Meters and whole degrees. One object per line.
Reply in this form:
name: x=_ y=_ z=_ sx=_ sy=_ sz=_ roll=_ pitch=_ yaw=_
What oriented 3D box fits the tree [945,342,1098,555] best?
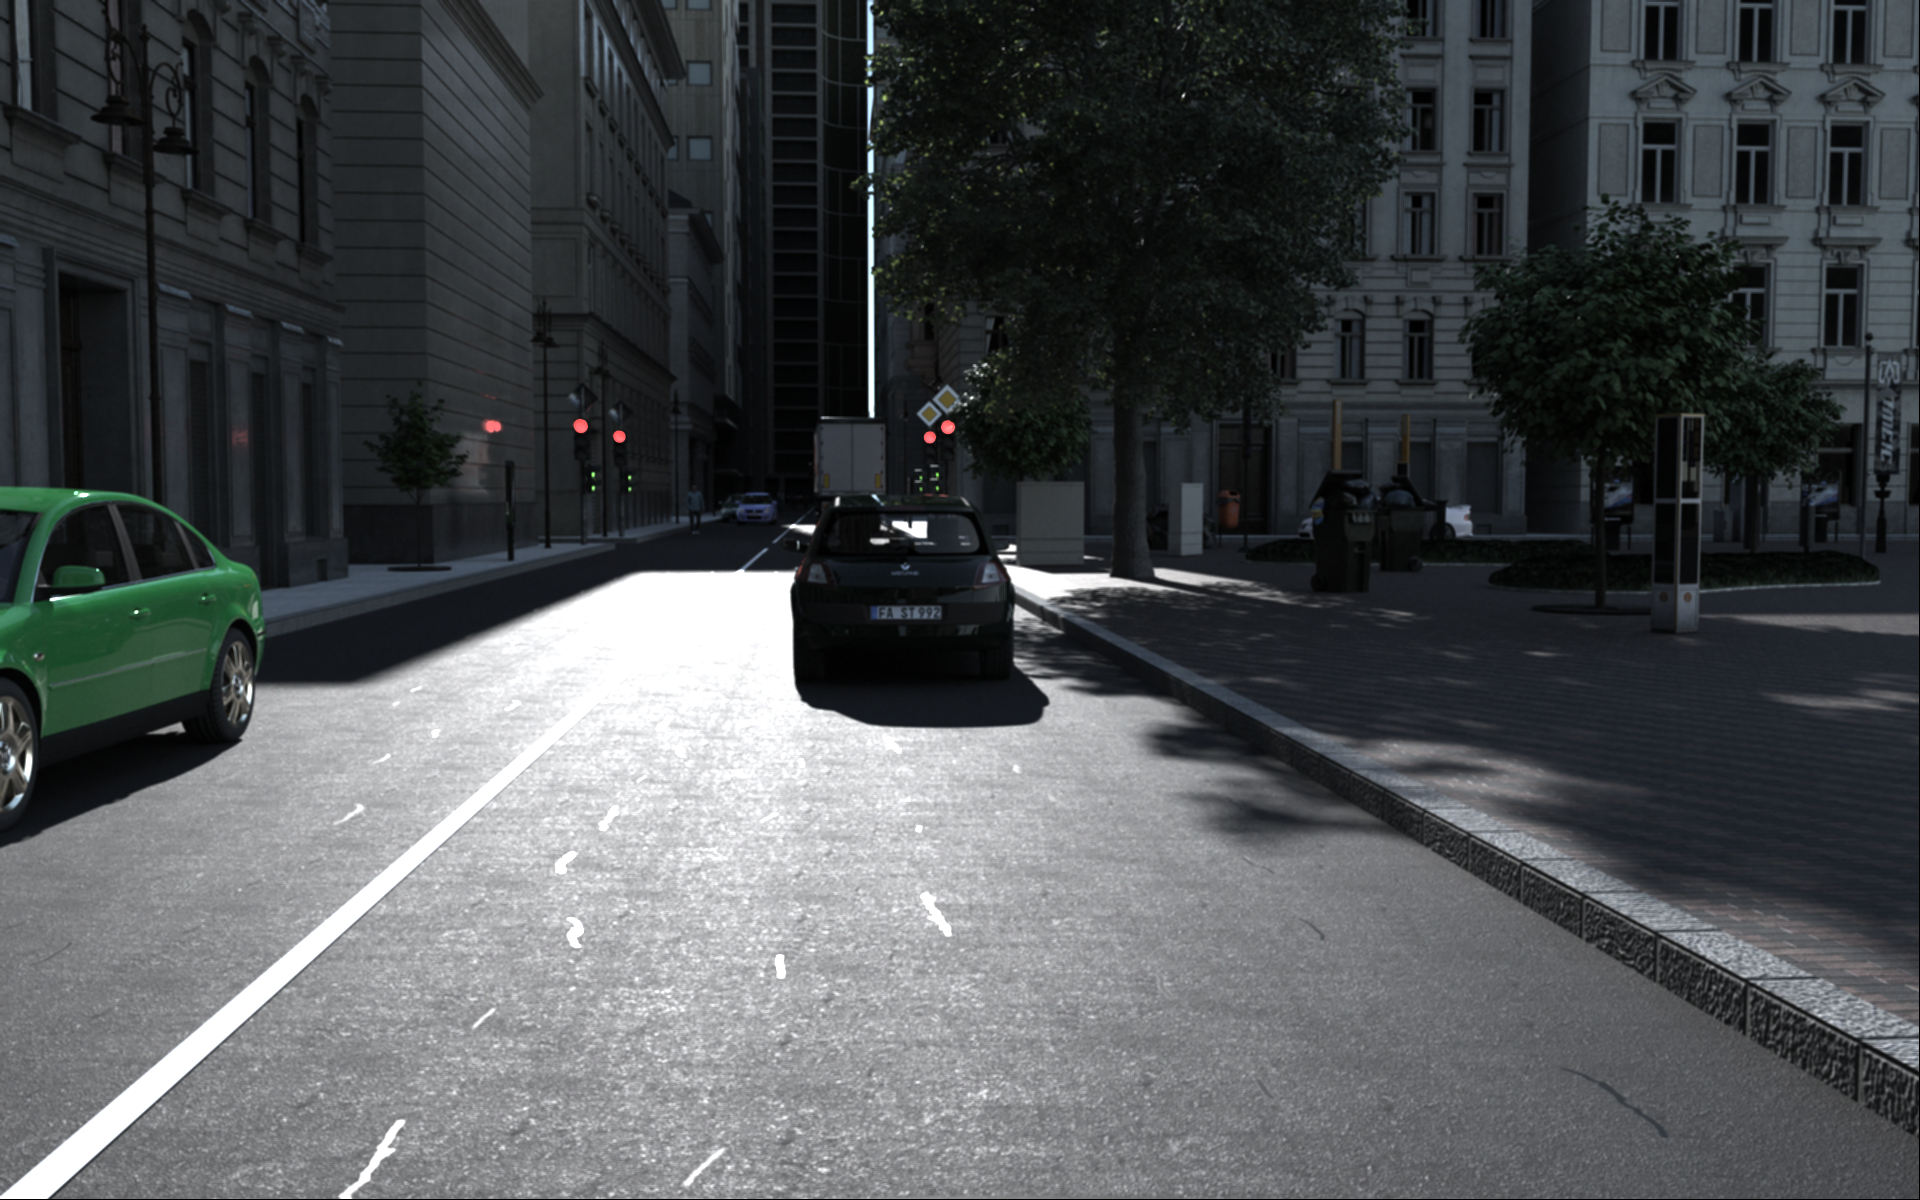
tree: x=1.334 y=-3.271 z=37.195 sx=4.285 sy=4.588 sz=4.351 roll=0 pitch=3 yaw=0

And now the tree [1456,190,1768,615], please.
tree: x=7.112 y=-2.155 z=18.942 sx=4.285 sy=4.588 sz=4.351 roll=0 pitch=3 yaw=0

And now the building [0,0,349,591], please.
building: x=-13.383 y=-10.248 z=16.700 sx=9.793 sy=20.994 sz=18.267 roll=0 pitch=4 yaw=-4

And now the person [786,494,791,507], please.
person: x=-19.363 y=-11.257 z=195.735 sx=0.799 sy=1.438 sz=0.628 roll=1 pitch=4 yaw=17

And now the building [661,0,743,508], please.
building: x=-31.585 y=-33.583 z=138.318 sx=28.713 sy=52.752 sz=27.495 roll=0 pitch=4 yaw=-4

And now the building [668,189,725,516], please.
building: x=-20.173 y=-15.294 z=100.970 sx=10.553 sy=20.767 sz=40.483 roll=0 pitch=4 yaw=-4

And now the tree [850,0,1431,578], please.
tree: x=2.659 y=-7.322 z=26.378 sx=9.857 sy=13.997 sz=8.962 roll=0 pitch=3 yaw=0

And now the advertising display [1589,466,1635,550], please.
advertising display: x=14.866 y=-2.097 z=39.502 sx=0.974 sy=1.923 sz=0.123 roll=0 pitch=4 yaw=0

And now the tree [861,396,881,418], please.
tree: x=-5.590 y=-11.044 z=130.936 sx=4.360 sy=8.622 sz=3.978 roll=0 pitch=3 yaw=0

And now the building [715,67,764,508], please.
building: x=-25.639 y=-29.182 z=160.715 sx=14.154 sy=41.232 sz=14.086 roll=0 pitch=4 yaw=-4

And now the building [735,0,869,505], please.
building: x=-21.834 y=-47.709 z=218.286 sx=20.611 sy=71.187 sz=20.563 roll=0 pitch=4 yaw=-4

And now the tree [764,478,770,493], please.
tree: x=-19.567 y=-10.881 z=172.503 sx=1.663 sy=3.219 sz=1.824 roll=0 pitch=3 yaw=0

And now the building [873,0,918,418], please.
building: x=-0.075 y=-27.996 z=141.326 sx=14.154 sy=41.232 sz=14.086 roll=0 pitch=4 yaw=-4

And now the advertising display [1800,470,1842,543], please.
advertising display: x=22.854 y=-2.495 z=46.011 sx=0.974 sy=1.923 sz=0.123 roll=3 pitch=5 yaw=44

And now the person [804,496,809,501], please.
person: x=-17.563 y=-11.365 z=197.501 sx=0.628 sy=1.438 sz=0.799 roll=-2 pitch=4 yaw=-24

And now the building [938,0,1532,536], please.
building: x=8.414 y=-12.735 z=57.376 sx=18.267 sy=20.994 sz=9.793 roll=0 pitch=4 yaw=-4

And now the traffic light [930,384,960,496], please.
traffic light: x=-0.344 y=-3.388 z=44.319 sx=0.839 sy=4.253 sz=0.868 roll=0 pitch=4 yaw=-4

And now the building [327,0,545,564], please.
building: x=-22.146 y=-14.584 z=35.719 sx=25.104 sy=27.353 sz=12.463 roll=0 pitch=4 yaw=-4

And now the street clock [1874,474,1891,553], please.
street clock: x=20.133 y=-2.033 z=37.815 sx=0.358 sy=2.002 sz=0.471 roll=1 pitch=4 yaw=22

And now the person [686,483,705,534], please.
person: x=-9.518 y=-3.282 z=62.175 sx=0.660 sy=1.820 sz=0.620 roll=-2 pitch=4 yaw=-25

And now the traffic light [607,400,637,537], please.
traffic light: x=-10.078 y=-3.832 z=51.581 sx=0.839 sy=4.253 sz=0.868 roll=0 pitch=4 yaw=-4

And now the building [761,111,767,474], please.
building: x=-36.688 y=-34.826 z=189.021 sx=30.456 sy=49.044 sz=23.786 roll=0 pitch=4 yaw=-4

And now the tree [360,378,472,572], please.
tree: x=-9.032 y=-2.102 z=28.966 sx=1.663 sy=3.219 sz=1.824 roll=0 pitch=3 yaw=0

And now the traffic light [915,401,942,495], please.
traffic light: x=-0.943 y=-3.875 z=52.282 sx=0.839 sy=4.253 sz=0.868 roll=0 pitch=4 yaw=-4

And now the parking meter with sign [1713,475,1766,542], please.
parking meter with sign: x=21.009 y=-3.070 z=46.451 sx=1.738 sy=3.016 sz=0.543 roll=-2 pitch=4 yaw=-25

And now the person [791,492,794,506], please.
person: x=-19.669 y=-11.840 z=203.006 sx=0.541 sy=1.710 sz=0.530 roll=-3 pitch=4 yaw=-38

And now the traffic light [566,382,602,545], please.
traffic light: x=-9.478 y=-3.345 z=43.618 sx=0.839 sy=4.253 sz=0.868 roll=0 pitch=4 yaw=-4

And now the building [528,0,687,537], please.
building: x=-19.596 y=-14.194 z=65.364 sx=16.112 sy=22.955 sz=30.059 roll=0 pitch=4 yaw=-4

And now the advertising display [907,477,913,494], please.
advertising display: x=-1.874 y=-3.647 z=64.850 sx=0.123 sy=1.923 sz=0.974 roll=-1 pitch=4 yaw=-9

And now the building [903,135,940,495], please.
building: x=4.633 y=-15.997 z=80.630 sx=14.460 sy=24.649 sz=34.723 roll=0 pitch=4 yaw=-4

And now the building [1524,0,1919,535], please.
building: x=40.047 y=-17.490 z=62.383 sx=44.131 sy=29.872 sz=17.030 roll=0 pitch=4 yaw=-4

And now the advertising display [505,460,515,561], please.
advertising display: x=-8.706 y=-1.733 z=33.552 sx=0.123 sy=1.923 sz=0.974 roll=-1 pitch=4 yaw=-12

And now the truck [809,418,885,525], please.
truck: x=-4.541 y=-4.906 z=69.130 sx=2.839 sy=4.237 sz=11.283 roll=0 pitch=4 yaw=-6

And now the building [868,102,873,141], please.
building: x=2.221 y=-38.925 z=225.669 sx=27.495 sy=52.752 sz=28.713 roll=0 pitch=4 yaw=-4

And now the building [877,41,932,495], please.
building: x=0.626 y=-20.488 z=112.469 sx=11.434 sy=29.767 sz=29.804 roll=0 pitch=4 yaw=-4
